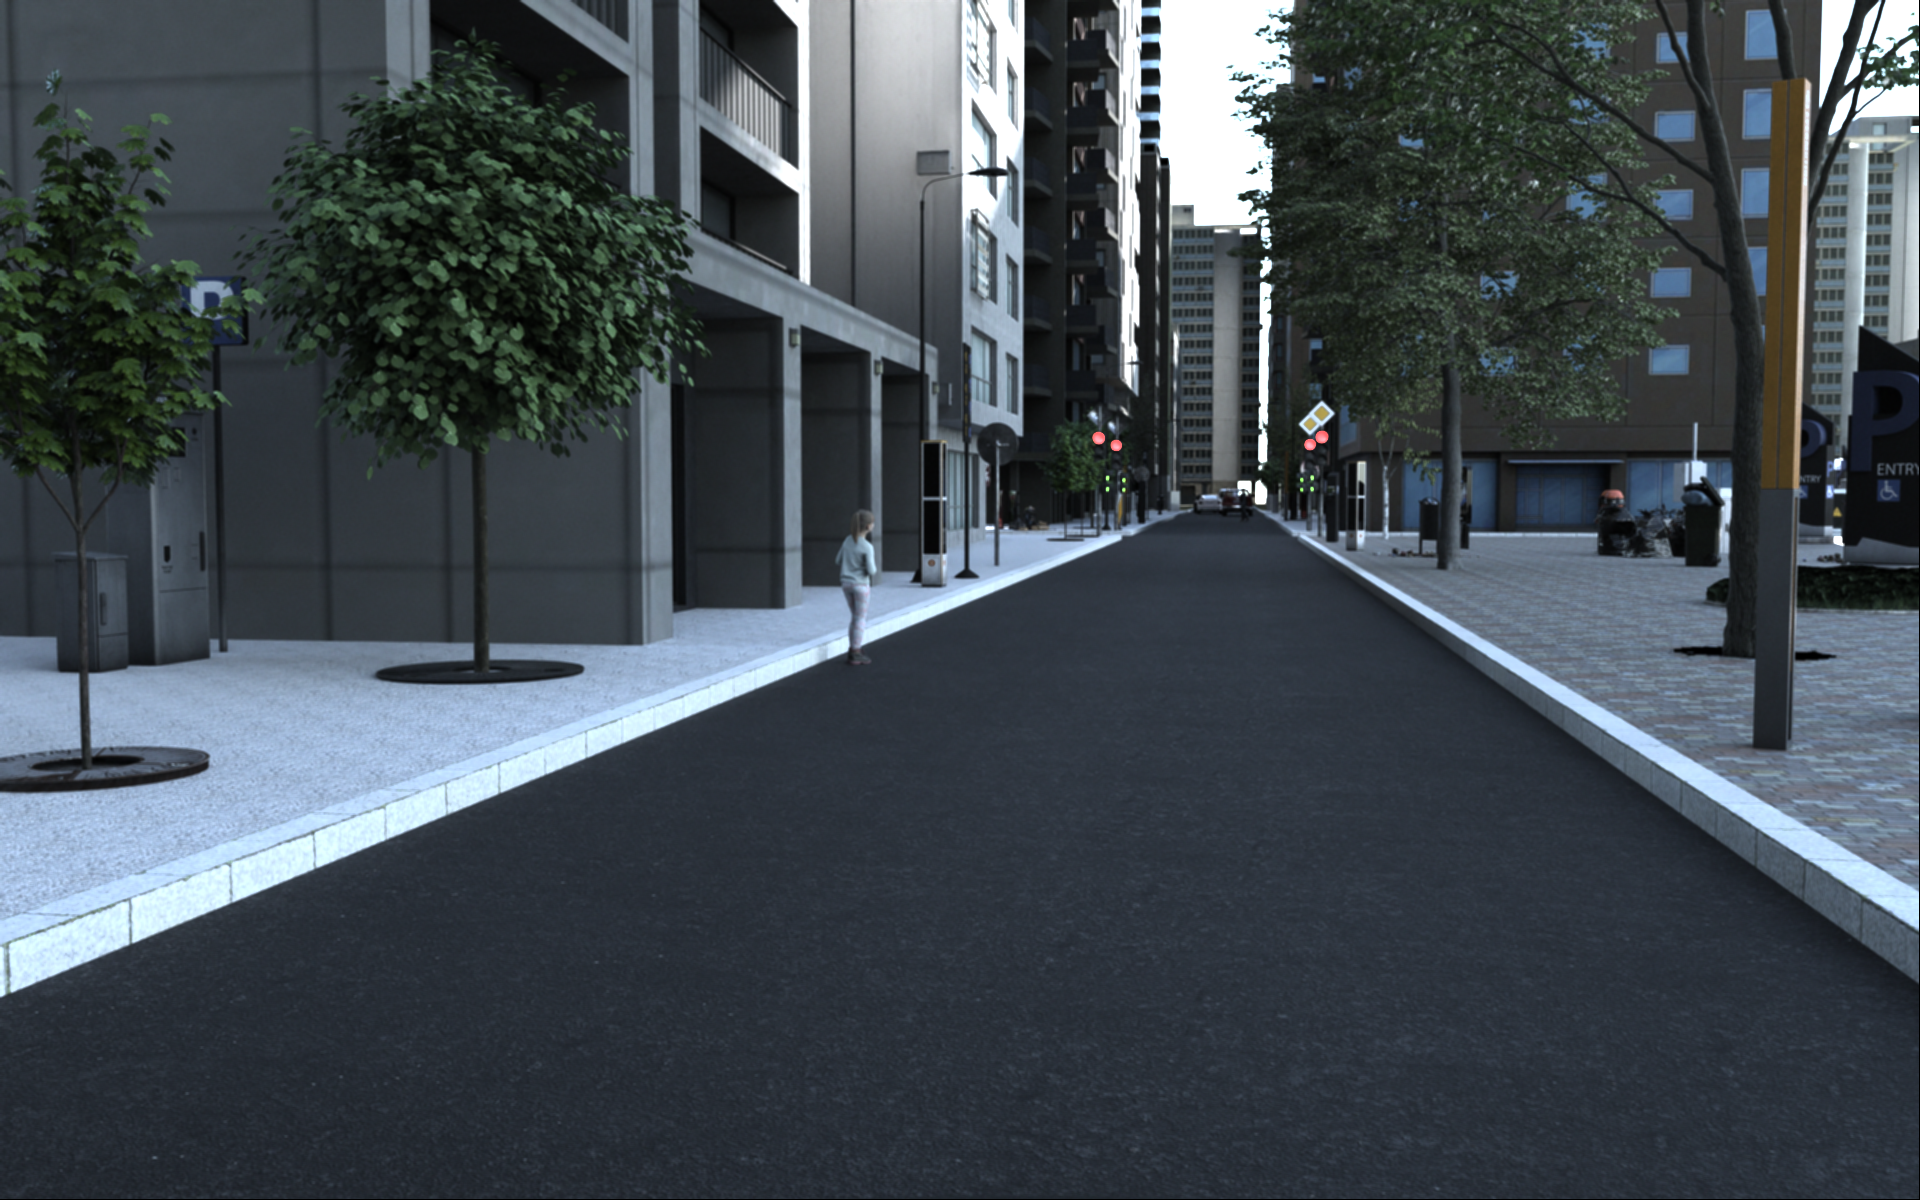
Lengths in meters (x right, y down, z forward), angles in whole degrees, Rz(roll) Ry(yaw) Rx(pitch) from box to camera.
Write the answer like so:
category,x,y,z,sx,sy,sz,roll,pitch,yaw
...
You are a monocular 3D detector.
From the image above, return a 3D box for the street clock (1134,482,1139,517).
category,x,y,z,sx,sy,sz,roll,pitch,yaw
street clock,10.100,-5.708,97.897,0.471,2.002,0.358,1,4,10

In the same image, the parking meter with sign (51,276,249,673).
category,x,y,z,sx,sy,sz,roll,pitch,yaw
parking meter with sign,-6.144,-1.034,13.173,0.543,3.016,1.738,1,4,11

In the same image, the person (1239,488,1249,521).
category,x,y,z,sx,sy,sz,roll,pitch,yaw
person,14.988,-5.039,91.308,0.534,1.772,0.576,0,4,5

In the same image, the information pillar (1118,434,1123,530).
category,x,y,z,sx,sy,sz,roll,pitch,yaw
information pillar,5.700,-4.317,61.931,0.183,3.616,0.504,1,4,21

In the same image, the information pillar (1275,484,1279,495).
category,x,y,z,sx,sy,sz,roll,pitch,yaw
information pillar,22.585,-7.251,123.038,0.304,2.012,0.304,3,4,38

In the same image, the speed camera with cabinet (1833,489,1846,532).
category,x,y,z,sx,sy,sz,roll,pitch,yaw
speed camera with cabinet,29.867,-3.885,57.863,2.038,3.252,0.660,1,4,14

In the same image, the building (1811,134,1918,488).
category,x,y,z,sx,sy,sz,roll,pitch,yaw
building,82.486,-30.084,183.753,23.993,40.220,32.217,1,4,9

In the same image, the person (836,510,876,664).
category,x,y,z,sx,sy,sz,roll,pitch,yaw
person,-0.858,-0.116,14.671,0.425,1.301,0.394,2,4,27

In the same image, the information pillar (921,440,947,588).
category,x,y,z,sx,sy,sz,roll,pitch,yaw
information pillar,-0.358,-1.185,23.870,0.304,2.012,0.304,1,4,13

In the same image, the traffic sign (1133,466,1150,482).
category,x,y,z,sx,sy,sz,roll,pitch,yaw
traffic sign,8.322,-4.849,79.392,0.768,2.556,0.104,1,4,10

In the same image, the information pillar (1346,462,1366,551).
category,x,y,z,sx,sy,sz,roll,pitch,yaw
information pillar,8.975,-2.127,39.267,0.304,2.012,0.304,-3,5,-39

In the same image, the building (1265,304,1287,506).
category,x,y,z,sx,sy,sz,roll,pitch,yaw
building,44.432,-19.892,170.277,27.650,21.520,28.899,1,4,9

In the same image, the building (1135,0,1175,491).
category,x,y,z,sx,sy,sz,roll,pitch,yaw
building,9.587,-52.104,164.579,22.319,86.520,31.000,1,4,9

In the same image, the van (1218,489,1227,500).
category,x,y,z,sx,sy,sz,roll,pitch,yaw
van,22.015,-8.323,143.096,2.013,2.044,4.112,0,4,8

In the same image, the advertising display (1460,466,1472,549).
category,x,y,z,sx,sy,sz,roll,pitch,yaw
advertising display,11.813,-2.173,40.746,0.123,1.923,0.974,0,4,-3

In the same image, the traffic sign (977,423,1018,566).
category,x,y,z,sx,sy,sz,roll,pitch,yaw
traffic sign,0.657,-1.883,30.891,0.768,2.556,0.104,1,4,16

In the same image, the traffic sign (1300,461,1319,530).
category,x,y,z,sx,sy,sz,roll,pitch,yaw
traffic sign,12.402,-3.738,61.220,0.768,2.556,0.104,1,4,10

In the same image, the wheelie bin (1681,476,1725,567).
category,x,y,z,sx,sy,sz,roll,pitch,yaw
wheelie bin,13.197,-1.399,30.787,0.693,1.594,0.980,2,4,28

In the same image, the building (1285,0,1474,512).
category,x,y,z,sx,sy,sz,roll,pitch,yaw
building,35.374,-30.505,148.865,14.600,45.320,14.200,1,4,9

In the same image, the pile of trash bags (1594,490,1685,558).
category,x,y,z,sx,sy,sz,roll,pitch,yaw
pile of trash bags,14.293,-1.634,36.469,1.912,1.369,3.447,0,4,-4

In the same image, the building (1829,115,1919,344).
category,x,y,z,sx,sy,sz,roll,pitch,yaw
building,102.663,-30.939,189.447,14.086,41.232,14.154,1,4,9

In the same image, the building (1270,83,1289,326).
category,x,y,z,sx,sy,sz,roll,pitch,yaw
building,45.890,-34.926,194.736,21.300,48.544,21.600,1,4,9

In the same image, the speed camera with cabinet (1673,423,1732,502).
category,x,y,z,sx,sy,sz,roll,pitch,yaw
speed camera with cabinet,21.046,-3.313,48.501,2.038,3.252,0.660,-1,4,-12

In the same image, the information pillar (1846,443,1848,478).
category,x,y,z,sx,sy,sz,roll,pitch,yaw
information pillar,31.305,-4.240,60.675,0.183,3.616,0.504,-2,4,-26

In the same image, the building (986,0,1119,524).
category,x,y,z,sx,sy,sz,roll,pitch,yaw
building,-3.694,-26.384,86.006,22.147,44.769,28.867,1,4,9

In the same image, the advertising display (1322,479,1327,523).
category,x,y,z,sx,sy,sz,roll,pitch,yaw
advertising display,16.145,-4.316,75.781,0.974,1.923,0.123,-3,5,-40

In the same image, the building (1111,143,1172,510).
category,x,y,z,sx,sy,sz,roll,pitch,yaw
building,10.136,-22.726,143.274,14.160,30.474,14.107,1,4,9

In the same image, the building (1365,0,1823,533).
category,x,y,z,sx,sy,sz,roll,pitch,yaw
building,21.526,-25.232,62.658,14.200,45.320,14.600,1,4,9

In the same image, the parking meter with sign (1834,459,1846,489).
category,x,y,z,sx,sy,sz,roll,pitch,yaw
parking meter with sign,43.707,-5.443,85.252,0.543,3.016,1.738,-1,4,-16

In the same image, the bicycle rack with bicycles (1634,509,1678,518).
category,x,y,z,sx,sy,sz,roll,pitch,yaw
bicycle rack with bicycles,16.566,-1.672,40.713,2.852,0.926,2.925,-1,4,-15

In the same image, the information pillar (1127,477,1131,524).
category,x,y,z,sx,sy,sz,roll,pitch,yaw
information pillar,7.195,-4.304,74.868,0.304,2.012,0.304,1,4,23

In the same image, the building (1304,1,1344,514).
category,x,y,z,sx,sy,sz,roll,pitch,yaw
building,33.017,-27.770,108.662,22.147,44.769,28.867,1,4,9

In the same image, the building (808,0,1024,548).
category,x,y,z,sx,sy,sz,roll,pitch,yaw
building,-5.684,-22.059,44.266,14.086,41.232,14.154,1,4,9

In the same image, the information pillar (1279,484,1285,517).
category,x,y,z,sx,sy,sz,roll,pitch,yaw
information pillar,18.587,-5.787,99.109,0.304,2.012,0.304,-1,4,-11

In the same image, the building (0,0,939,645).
category,x,y,z,sx,sy,sz,roll,pitch,yaw
building,-11.159,-35.841,24.246,20.563,71.187,20.611,1,4,9

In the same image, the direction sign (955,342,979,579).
category,x,y,z,sx,sy,sz,roll,pitch,yaw
direction sign,0.105,-2.103,26.374,0.379,3.537,0.876,0,4,6

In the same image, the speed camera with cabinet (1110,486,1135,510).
category,x,y,z,sx,sy,sz,roll,pitch,yaw
speed camera with cabinet,12.667,-8.664,135.986,2.038,3.252,0.660,1,4,19

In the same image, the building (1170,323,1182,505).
category,x,y,z,sx,sy,sz,roll,pitch,yaw
building,10.431,-21.636,198.783,28.899,21.520,27.650,1,4,9

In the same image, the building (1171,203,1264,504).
category,x,y,z,sx,sy,sz,roll,pitch,yaw
building,28.911,-33.203,234.747,23.993,40.220,32.217,1,4,9

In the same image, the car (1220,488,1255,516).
category,x,y,z,sx,sy,sz,roll,pitch,yaw
car,18.403,-6.492,114.821,2.281,1.827,5.304,1,4,10

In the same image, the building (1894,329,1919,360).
category,x,y,z,sx,sy,sz,roll,pitch,yaw
building,52.490,-45.789,61.319,31.000,86.520,22.319,1,4,9

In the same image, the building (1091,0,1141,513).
category,x,y,z,sx,sy,sz,roll,pitch,yaw
building,-1.361,-32.582,121.955,28.713,52.752,27.495,1,4,9
